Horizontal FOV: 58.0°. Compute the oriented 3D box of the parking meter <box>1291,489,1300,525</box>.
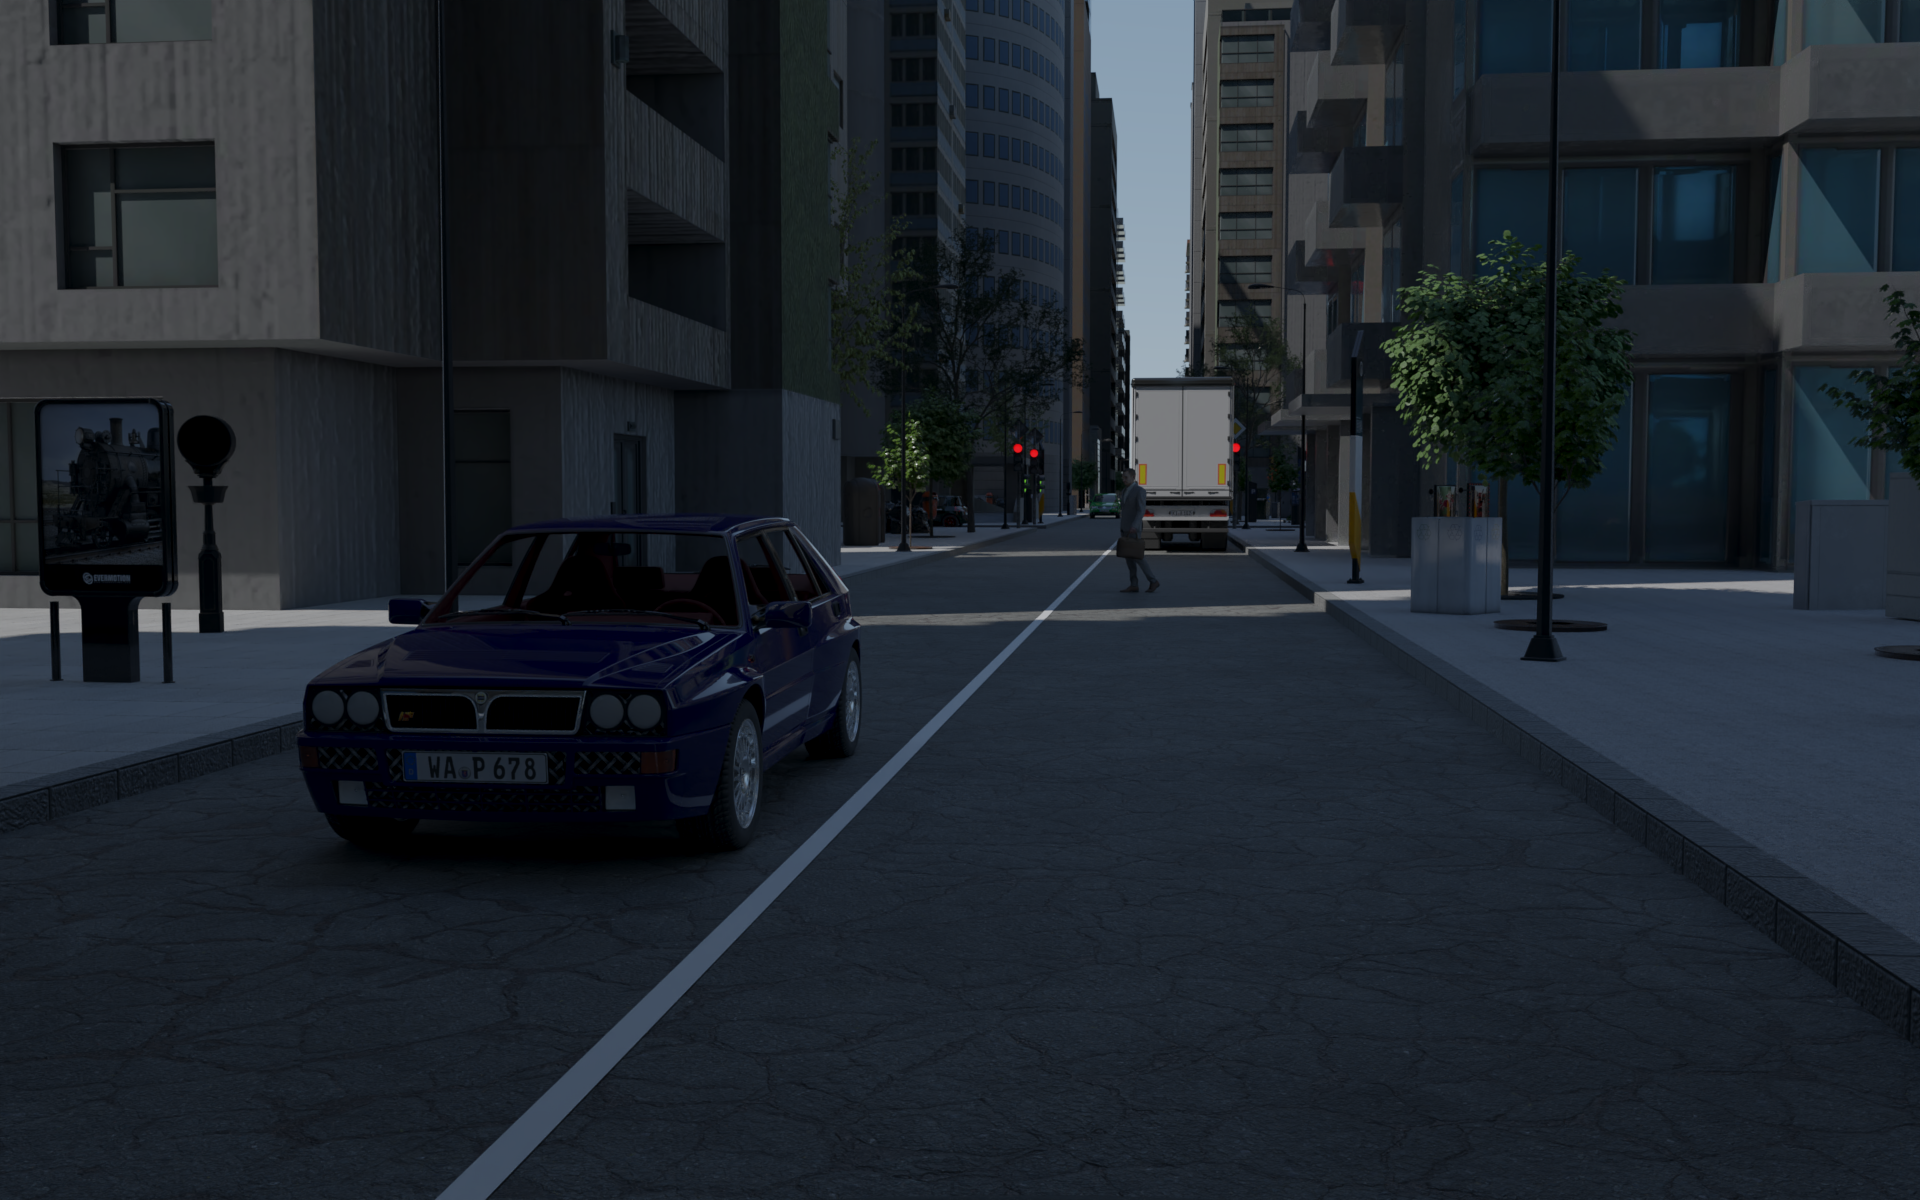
[{"bbox_3d":[13.904,-3.872,71.712,0.372,1.533,0.369,0,3,0],"label":"parking meter"}]

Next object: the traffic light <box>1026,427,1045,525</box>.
[{"bbox_3d":[3.145,-5.121,72.656,0.839,4.253,0.868,0,4,7],"label":"traffic light"}]

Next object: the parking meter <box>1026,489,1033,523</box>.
[{"bbox_3d":[3.070,-4.236,77.664,0.372,1.533,0.369,0,3,0],"label":"parking meter"}]

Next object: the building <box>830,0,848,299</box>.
[{"bbox_3d":[-18.659,-28.335,52.522,27.495,52.752,28.713,0,4,7],"label":"building"}]

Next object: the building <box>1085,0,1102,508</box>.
[{"bbox_3d":[3.656,-52.873,177.139,22.319,86.520,31.000,0,4,7],"label":"building"}]

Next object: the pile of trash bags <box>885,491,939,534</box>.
[{"bbox_3d":[-1.771,-2.877,56.787,1.912,1.369,3.447,2,4,32],"label":"pile of trash bags"}]

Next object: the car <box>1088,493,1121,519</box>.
[{"bbox_3d":[8.579,-5.713,102.209,1.959,1.807,4.718,0,4,6],"label":"car"}]

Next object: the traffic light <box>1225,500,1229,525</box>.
[{"bbox_3d":[11.053,-5.065,71.738,0.839,4.253,0.868,0,4,7],"label":"traffic light"}]

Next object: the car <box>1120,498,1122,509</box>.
[{"bbox_3d":[16.041,-9.228,162.873,2.014,1.417,4.499,1,4,9],"label":"car"}]

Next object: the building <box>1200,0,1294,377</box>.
[{"bbox_3d":[32.877,-32.646,157.460,21.300,48.544,21.600,0,4,7],"label":"building"}]

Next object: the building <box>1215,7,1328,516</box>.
[{"bbox_3d":[22.790,-20.488,106.676,14.160,30.474,14.107,0,4,7],"label":"building"}]

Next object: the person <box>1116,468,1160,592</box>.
[{"bbox_3d":[2.504,-1.015,25.223,0.853,1.813,0.709,-2,4,-32],"label":"person"}]

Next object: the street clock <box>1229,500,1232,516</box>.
[{"bbox_3d":[15.565,-5.838,100.022,0.471,2.002,0.358,2,4,35],"label":"street clock"}]

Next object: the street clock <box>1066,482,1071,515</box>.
[{"bbox_3d":[6.559,-6.132,104.833,0.358,2.002,0.471,0,4,6],"label":"street clock"}]

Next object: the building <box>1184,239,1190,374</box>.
[{"bbox_3d":[48.506,-38.764,288.409,22.147,44.769,28.867,0,4,7],"label":"building"}]

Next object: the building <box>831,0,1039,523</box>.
[{"bbox_3d":[-12.613,-24.055,85.175,32.217,40.220,23.993,0,4,7],"label":"building"}]

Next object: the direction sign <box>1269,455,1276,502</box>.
[{"bbox_3d":[18.268,-6.622,100.263,0.876,3.537,0.379,-1,4,-12],"label":"direction sign"}]

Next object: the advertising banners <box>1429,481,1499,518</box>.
[{"bbox_3d":[7.435,-1.756,24.900,2.074,3.025,0.090,-3,4,-37],"label":"advertising banners"}]

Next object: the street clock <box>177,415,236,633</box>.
[{"bbox_3d":[-6.943,-0.700,16.010,0.471,2.002,0.358,-1,4,-12],"label":"street clock"}]

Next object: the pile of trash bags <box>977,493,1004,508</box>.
[{"bbox_3d":[1.765,-5.816,104.850,1.912,1.369,3.447,0,4,-1],"label":"pile of trash bags"}]

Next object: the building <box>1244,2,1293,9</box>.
[{"bbox_3d":[33.600,-26.936,132.290,32.217,40.220,23.993,0,4,7],"label":"building"}]

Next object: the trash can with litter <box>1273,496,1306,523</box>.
[{"bbox_3d":[14.981,-3.996,76.390,2.233,1.210,1.678,2,4,28],"label":"trash can with litter"}]

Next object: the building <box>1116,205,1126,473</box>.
[{"bbox_3d":[14.557,-39.878,271.619,23.786,49.044,30.456,0,4,7],"label":"building"}]

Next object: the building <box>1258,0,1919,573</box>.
[{"bbox_3d":[19.619,-25.724,40.195,23.786,49.044,30.456,0,4,7],"label":"building"}]

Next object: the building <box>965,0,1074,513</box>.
[{"bbox_3d":[-3.289,-35.448,121.577,21.231,58.520,28.212,0,4,7],"label":"building"}]

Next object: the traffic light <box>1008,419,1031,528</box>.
[{"bbox_3d":[2.205,-4.636,64.727,0.839,4.253,0.868,0,4,7],"label":"traffic light"}]

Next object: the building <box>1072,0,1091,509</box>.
[{"bbox_3d":[4.475,-30.916,155.584,14.600,45.320,14.200,0,4,7],"label":"building"}]

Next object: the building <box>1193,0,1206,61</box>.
[{"bbox_3d":[34.967,-39.145,182.023,21.231,58.520,28.212,0,4,7],"label":"building"}]

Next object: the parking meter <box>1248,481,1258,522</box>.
[{"bbox_3d":[13.228,-4.436,78.237,0.399,1.863,0.255,0,4,-4],"label":"parking meter"}]

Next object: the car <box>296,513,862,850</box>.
[{"bbox_3d":[-1.568,0.264,8.272,1.945,1.354,3.894,0,4,6],"label":"car"}]

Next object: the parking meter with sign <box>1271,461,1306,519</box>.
[{"bbox_3d":[17.225,-5.792,90.961,1.738,3.016,0.543,2,4,32],"label":"parking meter with sign"}]

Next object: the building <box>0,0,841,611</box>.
[{"bbox_3d":[-9.930,-15.457,24.418,14.160,30.474,14.107,0,4,7],"label":"building"}]

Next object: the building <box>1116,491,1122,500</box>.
[{"bbox_3d":[6.711,-33.827,244.951,32.217,40.220,23.993,0,4,7],"label":"building"}]

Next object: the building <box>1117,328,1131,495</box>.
[{"bbox_3d":[21.705,-31.957,294.198,14.160,30.474,14.107,0,4,7],"label":"building"}]

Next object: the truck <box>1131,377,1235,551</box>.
[{"bbox_3d":[6.015,-3.562,47.160,2.839,4.237,11.283,0,4,7],"label":"truck"}]

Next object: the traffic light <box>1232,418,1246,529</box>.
[{"bbox_3d":[10.113,-4.580,63.808,0.839,4.253,0.868,0,4,7],"label":"traffic light"}]

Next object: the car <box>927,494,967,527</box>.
[{"bbox_3d":[-1.649,-3.583,68.368,4.222,1.686,2.009,0,4,7],"label":"car"}]

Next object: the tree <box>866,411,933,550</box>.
[{"bbox_3d":[-1.108,-2.803,40.437,1.663,3.219,1.824,0,3,0],"label":"tree"}]

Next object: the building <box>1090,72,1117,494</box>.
[{"bbox_3d":[7.463,-35.510,204.283,21.300,48.544,21.600,0,4,7],"label":"building"}]
